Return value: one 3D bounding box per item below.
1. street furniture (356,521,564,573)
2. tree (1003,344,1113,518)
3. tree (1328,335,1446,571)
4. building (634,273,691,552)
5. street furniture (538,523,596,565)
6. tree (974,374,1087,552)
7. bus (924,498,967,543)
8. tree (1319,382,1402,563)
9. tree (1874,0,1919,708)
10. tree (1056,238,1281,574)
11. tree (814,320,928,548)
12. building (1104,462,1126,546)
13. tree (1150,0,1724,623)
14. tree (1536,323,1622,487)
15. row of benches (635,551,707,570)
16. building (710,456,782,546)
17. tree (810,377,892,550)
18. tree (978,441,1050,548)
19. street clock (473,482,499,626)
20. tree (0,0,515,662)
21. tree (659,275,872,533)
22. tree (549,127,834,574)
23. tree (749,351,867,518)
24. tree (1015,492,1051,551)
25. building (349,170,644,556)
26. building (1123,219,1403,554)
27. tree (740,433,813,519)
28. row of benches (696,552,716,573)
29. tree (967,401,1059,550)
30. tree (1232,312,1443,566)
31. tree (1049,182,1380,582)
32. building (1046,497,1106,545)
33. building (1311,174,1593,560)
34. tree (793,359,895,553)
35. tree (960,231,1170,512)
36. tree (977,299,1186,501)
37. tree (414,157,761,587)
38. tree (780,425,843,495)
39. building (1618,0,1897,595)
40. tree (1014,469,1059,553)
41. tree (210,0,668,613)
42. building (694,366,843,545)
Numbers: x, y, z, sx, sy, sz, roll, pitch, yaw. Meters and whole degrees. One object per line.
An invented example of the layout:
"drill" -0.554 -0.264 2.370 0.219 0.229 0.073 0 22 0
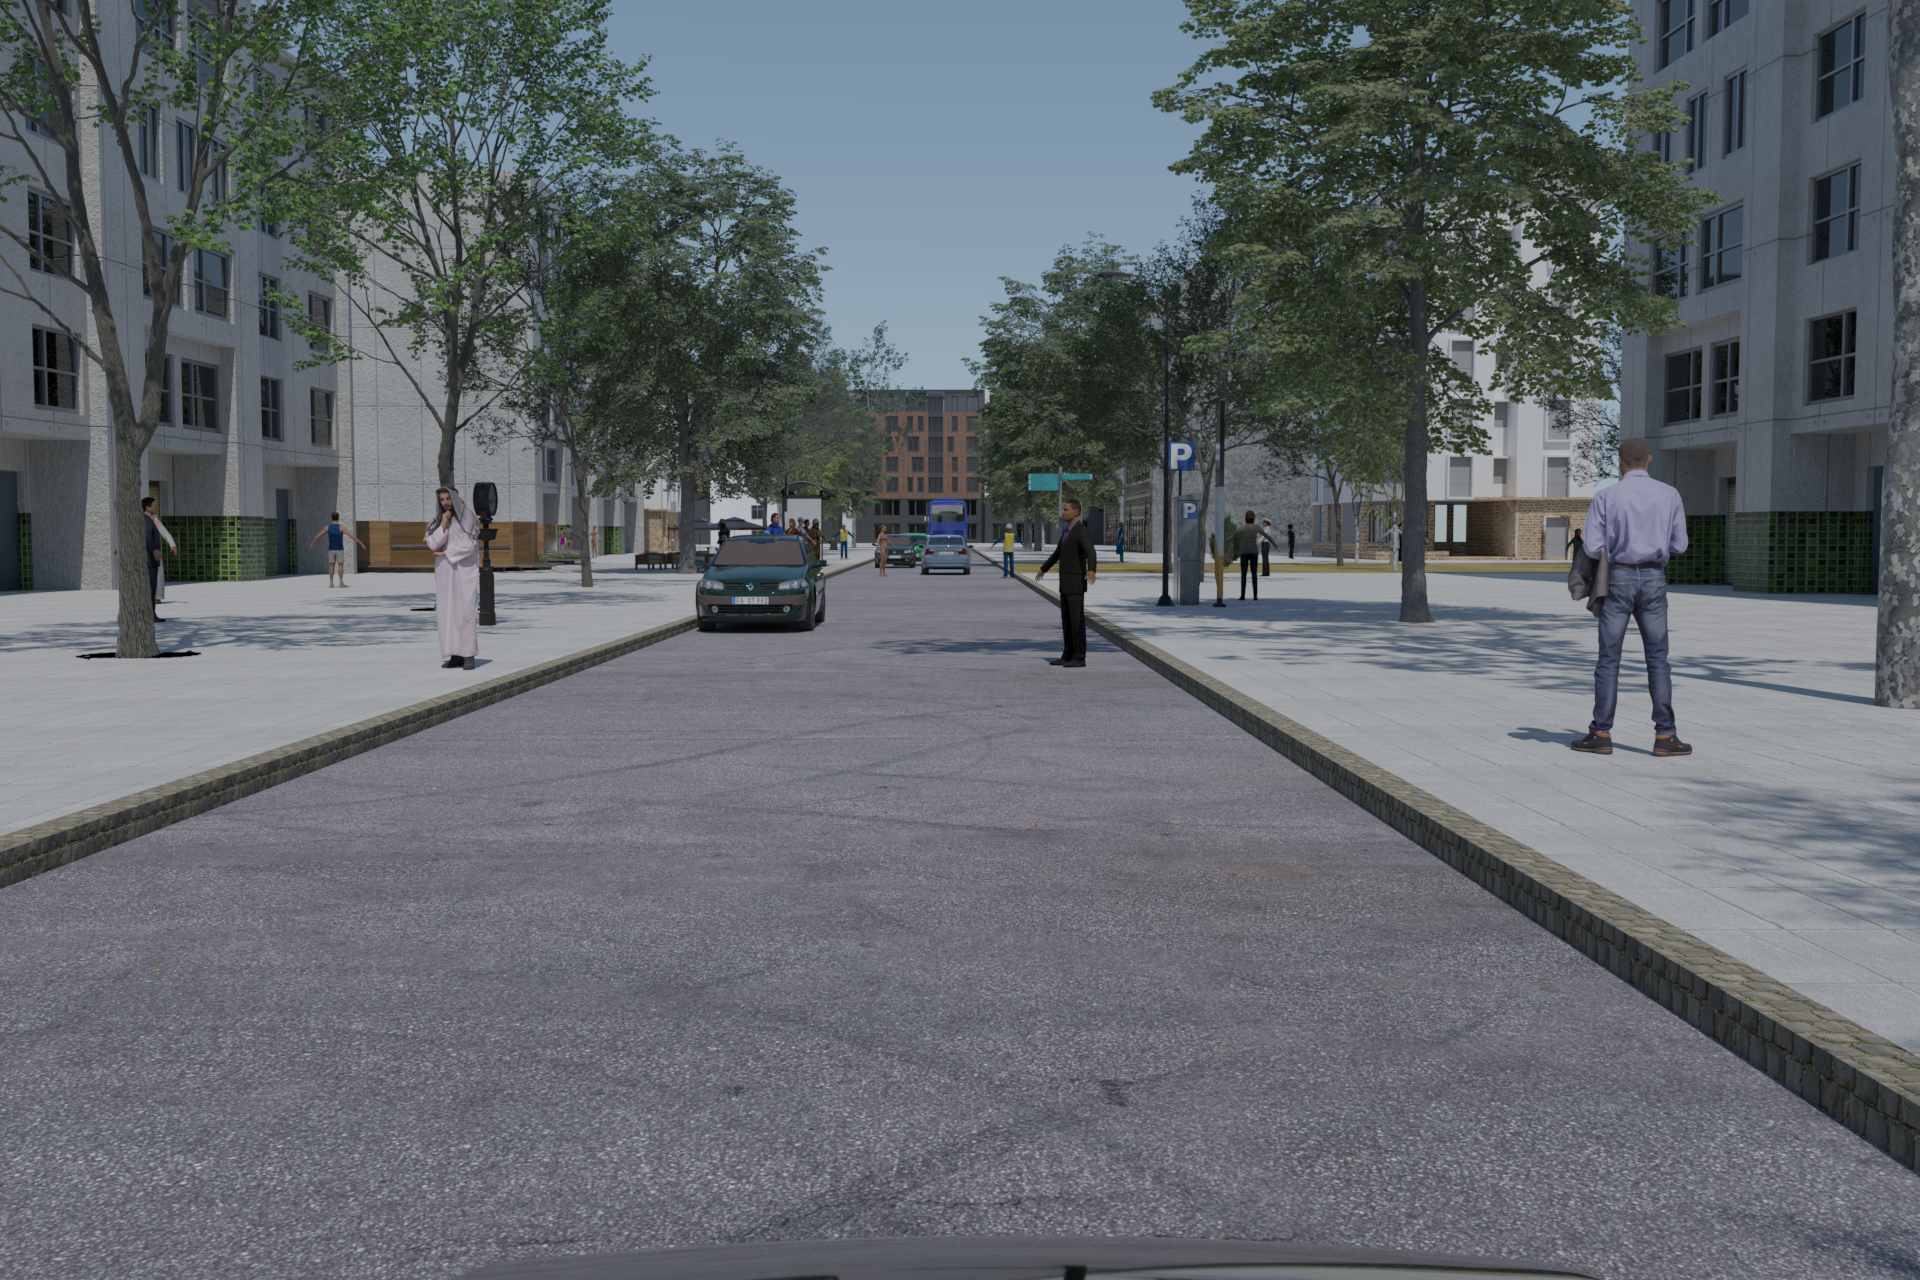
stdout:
"street furniture" -18.577 -3.340 61.463 11.010 1.723 9.812 1 4 13
"tree" 6.201 -11.297 102.841 7.486 12.596 7.792 0 3 0
"tree" 15.484 -6.738 60.529 4.360 8.622 3.978 0 3 0
"building" -26.341 -16.506 126.295 16.016 20.090 11.380 0 4 -1
"street furniture" -18.870 -4.074 73.462 11.010 1.723 9.812 0 4 -7
"tree" 5.720 -13.400 125.738 9.857 13.997 8.962 0 3 0
"bus" -0.947 -7.769 118.575 2.896 3.916 12.251 0 4 -2
"tree" 17.626 -7.707 76.372 4.737 8.622 4.395 0 3 0
"tree" 6.035 -9.498 11.185 12.611 20.169 13.585 0 3 0
"tree" 6.525 -7.420 55.734 8.767 10.594 7.601 3 5 42
"tree" -9.063 -18.248 154.239 12.611 20.169 13.585 0 3 0
"building" 25.962 -21.982 190.341 19.493 23.208 18.063 0 4 0
"tree" 6.564 -6.505 24.487 7.486 12.596 7.792 0 3 0
"tree" 28.243 -8.337 70.727 8.767 10.594 7.601 0 4 -6
"row of benches" -10.558 -2.957 63.803 1.422 0.672 4.104 2 4 27
"building" -23.564 -15.404 193.998 9.099 9.664 28.070 0 4 0
"tree" -9.841 -13.997 135.506 9.857 13.997 8.962 0 3 0
"tree" 6.112 -15.354 157.697 9.857 13.997 8.962 0 3 0
"street clock" -6.620 -1.201 24.206 0.358 2.002 0.471 0 4 0
"tree" -8.571 -5.632 17.842 9.928 11.665 9.643 0 3 0
"tree" -9.166 -10.388 80.219 12.009 13.543 11.850 0 3 0
"tree" -8.690 -9.105 55.528 9.857 13.997 8.962 0 3 0
"tree" -9.640 -11.540 106.813 7.486 12.596 7.792 0 3 0
"tree" 5.475 -11.238 134.099 4.737 8.622 4.395 0 3 0
"building" -29.395 -14.291 100.109 16.747 18.905 31.486 0 4 -1
"building" 21.755 -17.805 122.044 19.493 23.208 18.063 0 3 0
"tree" -9.218 -8.703 92.662 4.360 8.622 3.978 0 3 0
"row of benches" -8.429 -2.615 58.213 1.422 0.672 4.104 -2 4 -27
"tree" 5.549 -14.379 141.748 9.857 13.997 8.962 0 3 0
"tree" 15.101 -8.228 68.941 8.767 10.594 7.601 -1 4 -10
"tree" 6.439 -6.789 45.410 8.767 10.594 7.601 -1 4 -19
"building" 24.797 -23.080 221.334 27.936 21.610 32.646 0 4 0
"building" 25.249 -14.752 97.608 16.016 20.090 11.380 0 4 0
"tree" -9.709 -12.854 120.539 12.009 13.543 11.850 0 3 0
"tree" 4.742 -10.278 74.702 9.857 13.997 8.962 0 3 0
"tree" 5.883 -10.850 87.774 12.009 13.543 11.850 0 3 0
"tree" -9.055 -6.573 41.884 8.767 10.594 7.601 -1 4 -12
"tree" -8.919 -9.066 98.586 4.737 8.622 4.395 0 3 0
"building" 25.698 -9.955 29.221 16.747 18.905 31.486 0 4 0
"tree" 5.479 -10.087 115.287 4.737 8.622 4.395 0 3 0
"tree" -8.410 -6.284 28.500 9.928 11.665 9.643 0 3 0
"building" -29.910 -23.259 224.265 27.936 21.610 32.646 0 4 -1
